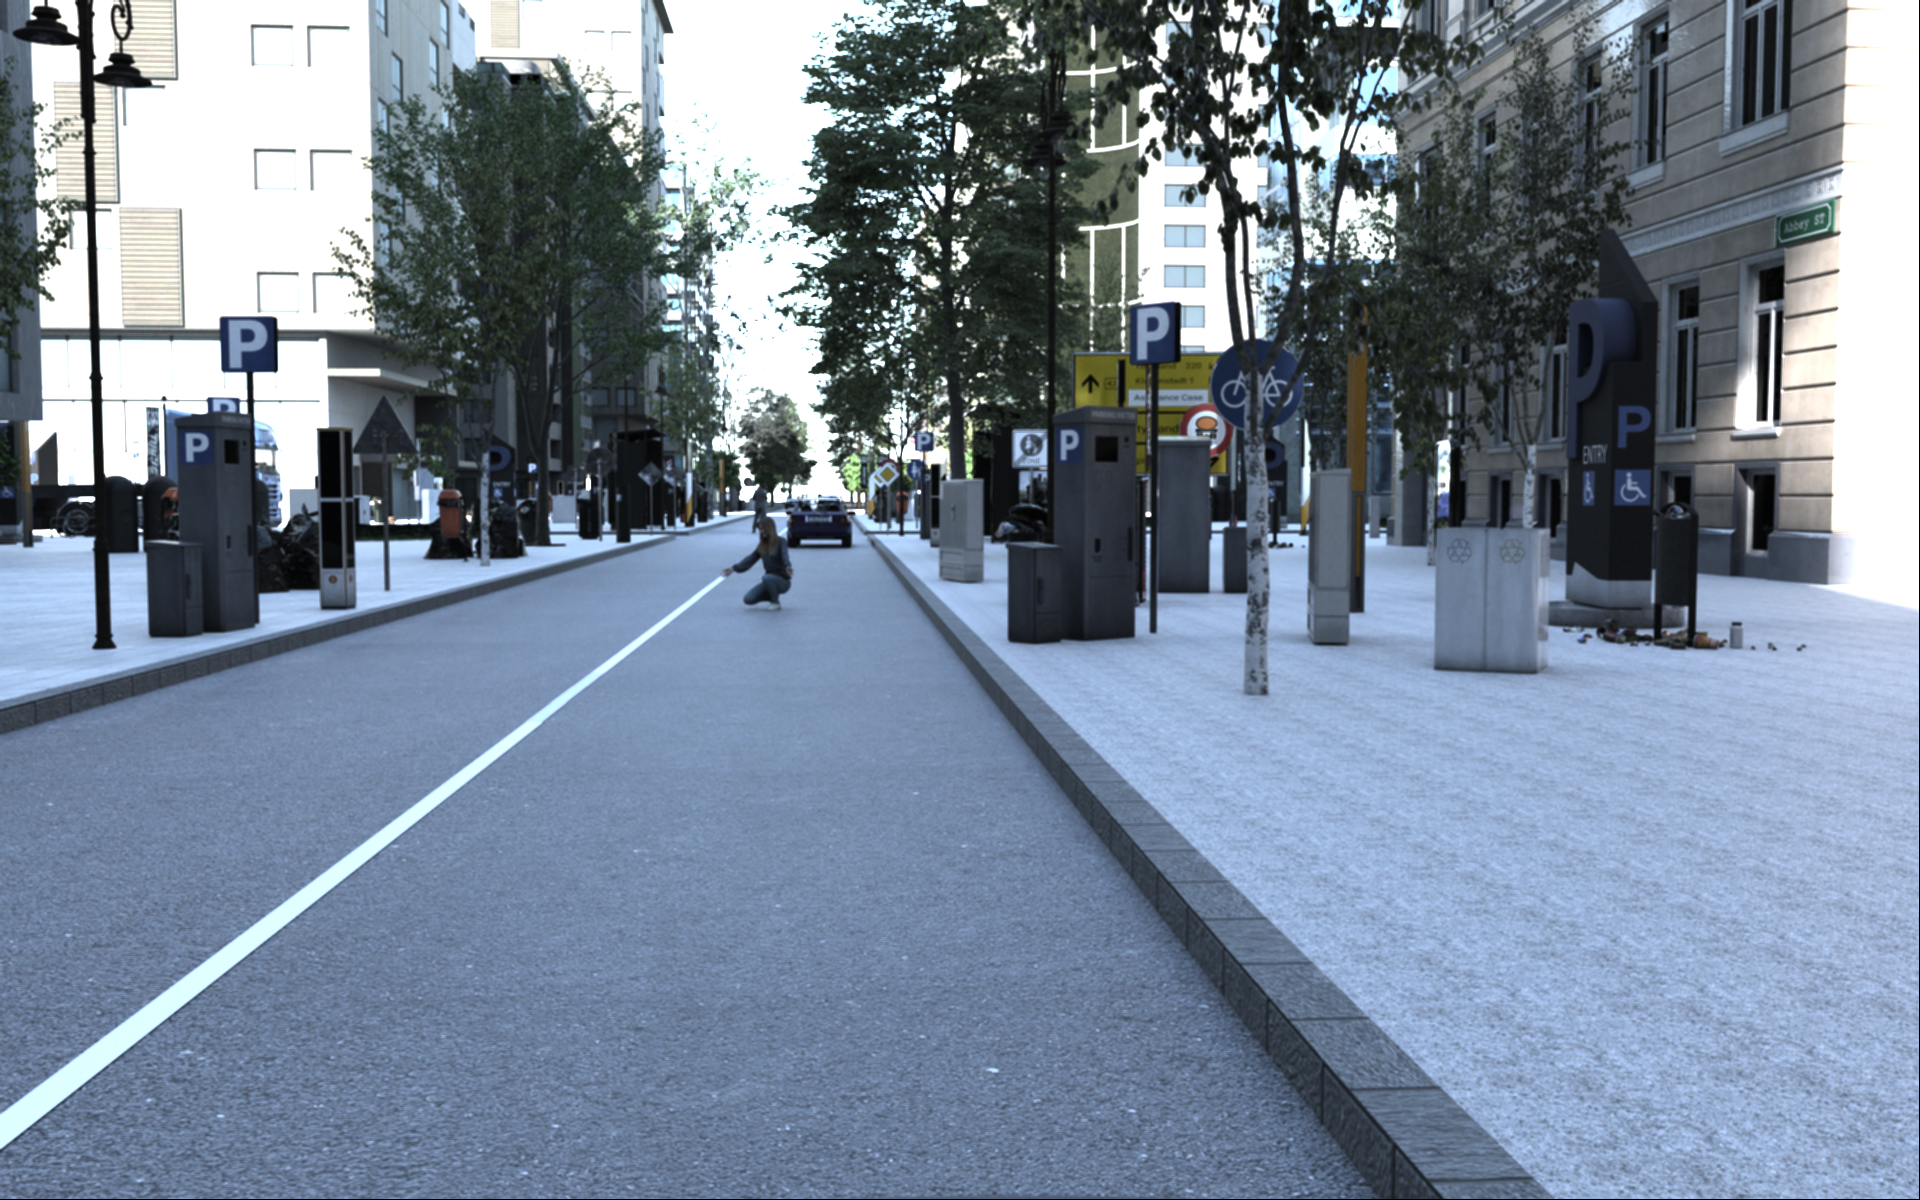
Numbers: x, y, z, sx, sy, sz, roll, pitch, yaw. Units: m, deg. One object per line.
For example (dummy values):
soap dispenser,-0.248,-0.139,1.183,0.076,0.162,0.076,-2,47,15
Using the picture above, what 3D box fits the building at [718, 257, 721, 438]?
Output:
building,-49.664,-40.078,274.885,23.786,49.044,30.456,0,4,-4

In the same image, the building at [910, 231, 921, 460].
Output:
building,3.236,-38.361,281.833,22.147,44.769,28.867,0,4,-4

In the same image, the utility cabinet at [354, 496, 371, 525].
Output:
utility cabinet,-24.250,-3.588,69.828,0.306,1.237,1.020,2,4,29

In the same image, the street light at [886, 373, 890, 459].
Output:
street light,-2.647,-5.643,65.051,0.468,5.910,1.993,0,4,-4

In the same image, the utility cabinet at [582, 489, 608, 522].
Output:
utility cabinet,-16.780,-4.349,79.785,1.173,1.500,0.318,0,3,0

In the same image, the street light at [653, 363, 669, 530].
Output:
street light,-10.537,-5.411,61.251,0.468,5.910,1.993,0,4,-4

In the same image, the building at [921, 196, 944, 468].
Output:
building,1.398,-37.289,259.791,14.600,45.320,14.200,0,4,-4

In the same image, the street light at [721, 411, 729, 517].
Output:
street light,-13.074,-7.562,96.429,0.468,5.910,1.993,0,4,-4

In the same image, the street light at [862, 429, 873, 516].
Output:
street light,-5.249,-7.794,100.224,0.468,5.910,1.993,0,4,-4

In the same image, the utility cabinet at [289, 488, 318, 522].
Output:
utility cabinet,-24.769,-3.481,65.594,1.173,1.500,0.318,0,4,1

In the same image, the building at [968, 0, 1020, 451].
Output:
building,12.214,-33.016,163.516,21.300,48.544,21.600,0,4,-4

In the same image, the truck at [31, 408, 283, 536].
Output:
truck,-30.633,-3.967,54.620,18.799,4.110,2.967,0,4,-6

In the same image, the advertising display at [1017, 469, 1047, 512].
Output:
advertising display,1.949,-2.399,44.430,0.974,1.923,0.123,1,4,22

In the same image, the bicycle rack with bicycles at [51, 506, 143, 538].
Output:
bicycle rack with bicycles,-25.545,-2.316,51.251,2.925,0.926,2.852,1,4,11

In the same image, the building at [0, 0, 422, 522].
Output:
building,-40.502,-30.525,88.322,28.713,52.752,27.495,0,4,-4

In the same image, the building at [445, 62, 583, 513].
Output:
building,-34.219,-21.263,119.355,14.160,30.474,14.107,0,4,-4

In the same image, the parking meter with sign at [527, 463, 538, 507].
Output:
parking meter with sign,-23.813,-6.183,97.351,0.543,3.016,1.738,-2,4,-29

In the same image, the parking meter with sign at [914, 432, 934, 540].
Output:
parking meter with sign,-0.852,-3.260,49.566,0.543,3.016,1.738,1,4,11

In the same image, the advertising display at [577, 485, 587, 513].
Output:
advertising display,-25.944,-6.986,119.432,0.974,1.923,0.123,-1,4,-17

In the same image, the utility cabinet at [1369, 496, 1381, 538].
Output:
utility cabinet,12.190,-2.436,50.985,0.306,1.237,1.020,1,4,11

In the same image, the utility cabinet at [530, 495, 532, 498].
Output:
utility cabinet,-25.434,-5.703,104.399,1.020,1.237,0.306,2,4,24

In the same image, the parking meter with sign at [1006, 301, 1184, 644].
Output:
parking meter with sign,1.176,-1.169,15.377,1.738,3.016,0.543,-3,5,-42

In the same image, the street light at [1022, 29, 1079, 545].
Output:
street light,0.946,-2.757,17.862,0.468,5.910,1.993,0,4,-4

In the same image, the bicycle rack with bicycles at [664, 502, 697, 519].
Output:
bicycle rack with bicycles,-15.251,-4.772,91.406,2.925,0.926,2.852,3,5,41

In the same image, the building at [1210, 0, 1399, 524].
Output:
building,28.320,-47.176,84.005,31.000,86.520,22.319,0,4,-4

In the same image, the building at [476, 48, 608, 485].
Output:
building,-44.369,-27.753,145.642,32.217,40.220,23.993,0,4,-4

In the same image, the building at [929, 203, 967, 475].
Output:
building,2.466,-34.378,245.676,14.154,41.232,14.086,0,4,-4

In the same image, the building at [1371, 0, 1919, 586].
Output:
building,17.657,-15.146,33.545,13.634,28.700,20.117,0,4,-4

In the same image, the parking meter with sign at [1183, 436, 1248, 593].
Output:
parking meter with sign,2.916,-1.605,22.505,1.738,3.016,0.543,0,4,3

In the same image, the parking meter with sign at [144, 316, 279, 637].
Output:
parking meter with sign,-7.026,-1.223,16.260,0.543,3.016,1.738,0,4,3

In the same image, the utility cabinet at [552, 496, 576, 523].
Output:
utility cabinet,-17.306,-3.950,75.746,1.020,1.237,0.306,-1,4,-12

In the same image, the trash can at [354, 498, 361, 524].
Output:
trash can,-22.950,-3.279,65.261,0.748,1.137,0.748,0,3,0

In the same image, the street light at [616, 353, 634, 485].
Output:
street light,-9.667,-4.735,50.204,0.468,5.910,1.993,0,4,-4

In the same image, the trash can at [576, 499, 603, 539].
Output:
trash can,-10.542,-2.301,49.281,0.748,1.137,0.748,0,3,0

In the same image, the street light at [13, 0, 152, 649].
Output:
street light,-7.114,-2.534,14.220,0.468,5.910,1.993,0,4,-4

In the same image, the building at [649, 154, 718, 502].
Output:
building,-47.633,-38.177,243.794,23.786,49.044,30.456,0,4,-4

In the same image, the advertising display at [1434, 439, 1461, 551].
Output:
advertising display,5.868,-0.959,20.887,0.123,1.923,0.974,0,4,5

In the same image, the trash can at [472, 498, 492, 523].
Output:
trash can,-17.729,-3.215,64.218,0.748,1.137,0.748,0,3,0

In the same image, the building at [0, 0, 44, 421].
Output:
building,-26.728,-21.334,32.408,14.086,41.232,14.154,0,4,-4

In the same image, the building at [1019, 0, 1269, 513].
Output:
building,13.406,-42.093,126.469,20.563,71.187,20.611,0,4,-4

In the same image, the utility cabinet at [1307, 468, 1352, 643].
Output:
utility cabinet,3.222,-0.399,15.198,0.318,1.500,1.173,1,4,9

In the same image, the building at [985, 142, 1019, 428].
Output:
building,8.943,-22.862,145.499,14.160,30.474,14.107,0,4,-4

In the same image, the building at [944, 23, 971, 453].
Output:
building,13.480,-36.624,188.048,28.713,52.752,27.495,0,4,-4

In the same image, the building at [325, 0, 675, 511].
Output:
building,-43.545,-35.613,171.508,28.713,52.752,27.495,0,4,-4

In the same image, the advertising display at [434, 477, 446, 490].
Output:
advertising display,-19.516,-3.630,64.572,0.974,1.923,0.123,3,4,37

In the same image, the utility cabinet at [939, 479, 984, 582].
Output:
utility cabinet,0.003,-1.028,25.488,0.318,1.500,1.173,-1,4,-19

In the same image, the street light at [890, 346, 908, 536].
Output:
street light,-1.793,-4.907,53.025,0.468,5.910,1.993,0,4,-4

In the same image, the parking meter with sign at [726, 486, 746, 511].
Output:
parking meter with sign,-17.344,-8.396,133.538,1.738,3.016,0.543,-3,5,-41
